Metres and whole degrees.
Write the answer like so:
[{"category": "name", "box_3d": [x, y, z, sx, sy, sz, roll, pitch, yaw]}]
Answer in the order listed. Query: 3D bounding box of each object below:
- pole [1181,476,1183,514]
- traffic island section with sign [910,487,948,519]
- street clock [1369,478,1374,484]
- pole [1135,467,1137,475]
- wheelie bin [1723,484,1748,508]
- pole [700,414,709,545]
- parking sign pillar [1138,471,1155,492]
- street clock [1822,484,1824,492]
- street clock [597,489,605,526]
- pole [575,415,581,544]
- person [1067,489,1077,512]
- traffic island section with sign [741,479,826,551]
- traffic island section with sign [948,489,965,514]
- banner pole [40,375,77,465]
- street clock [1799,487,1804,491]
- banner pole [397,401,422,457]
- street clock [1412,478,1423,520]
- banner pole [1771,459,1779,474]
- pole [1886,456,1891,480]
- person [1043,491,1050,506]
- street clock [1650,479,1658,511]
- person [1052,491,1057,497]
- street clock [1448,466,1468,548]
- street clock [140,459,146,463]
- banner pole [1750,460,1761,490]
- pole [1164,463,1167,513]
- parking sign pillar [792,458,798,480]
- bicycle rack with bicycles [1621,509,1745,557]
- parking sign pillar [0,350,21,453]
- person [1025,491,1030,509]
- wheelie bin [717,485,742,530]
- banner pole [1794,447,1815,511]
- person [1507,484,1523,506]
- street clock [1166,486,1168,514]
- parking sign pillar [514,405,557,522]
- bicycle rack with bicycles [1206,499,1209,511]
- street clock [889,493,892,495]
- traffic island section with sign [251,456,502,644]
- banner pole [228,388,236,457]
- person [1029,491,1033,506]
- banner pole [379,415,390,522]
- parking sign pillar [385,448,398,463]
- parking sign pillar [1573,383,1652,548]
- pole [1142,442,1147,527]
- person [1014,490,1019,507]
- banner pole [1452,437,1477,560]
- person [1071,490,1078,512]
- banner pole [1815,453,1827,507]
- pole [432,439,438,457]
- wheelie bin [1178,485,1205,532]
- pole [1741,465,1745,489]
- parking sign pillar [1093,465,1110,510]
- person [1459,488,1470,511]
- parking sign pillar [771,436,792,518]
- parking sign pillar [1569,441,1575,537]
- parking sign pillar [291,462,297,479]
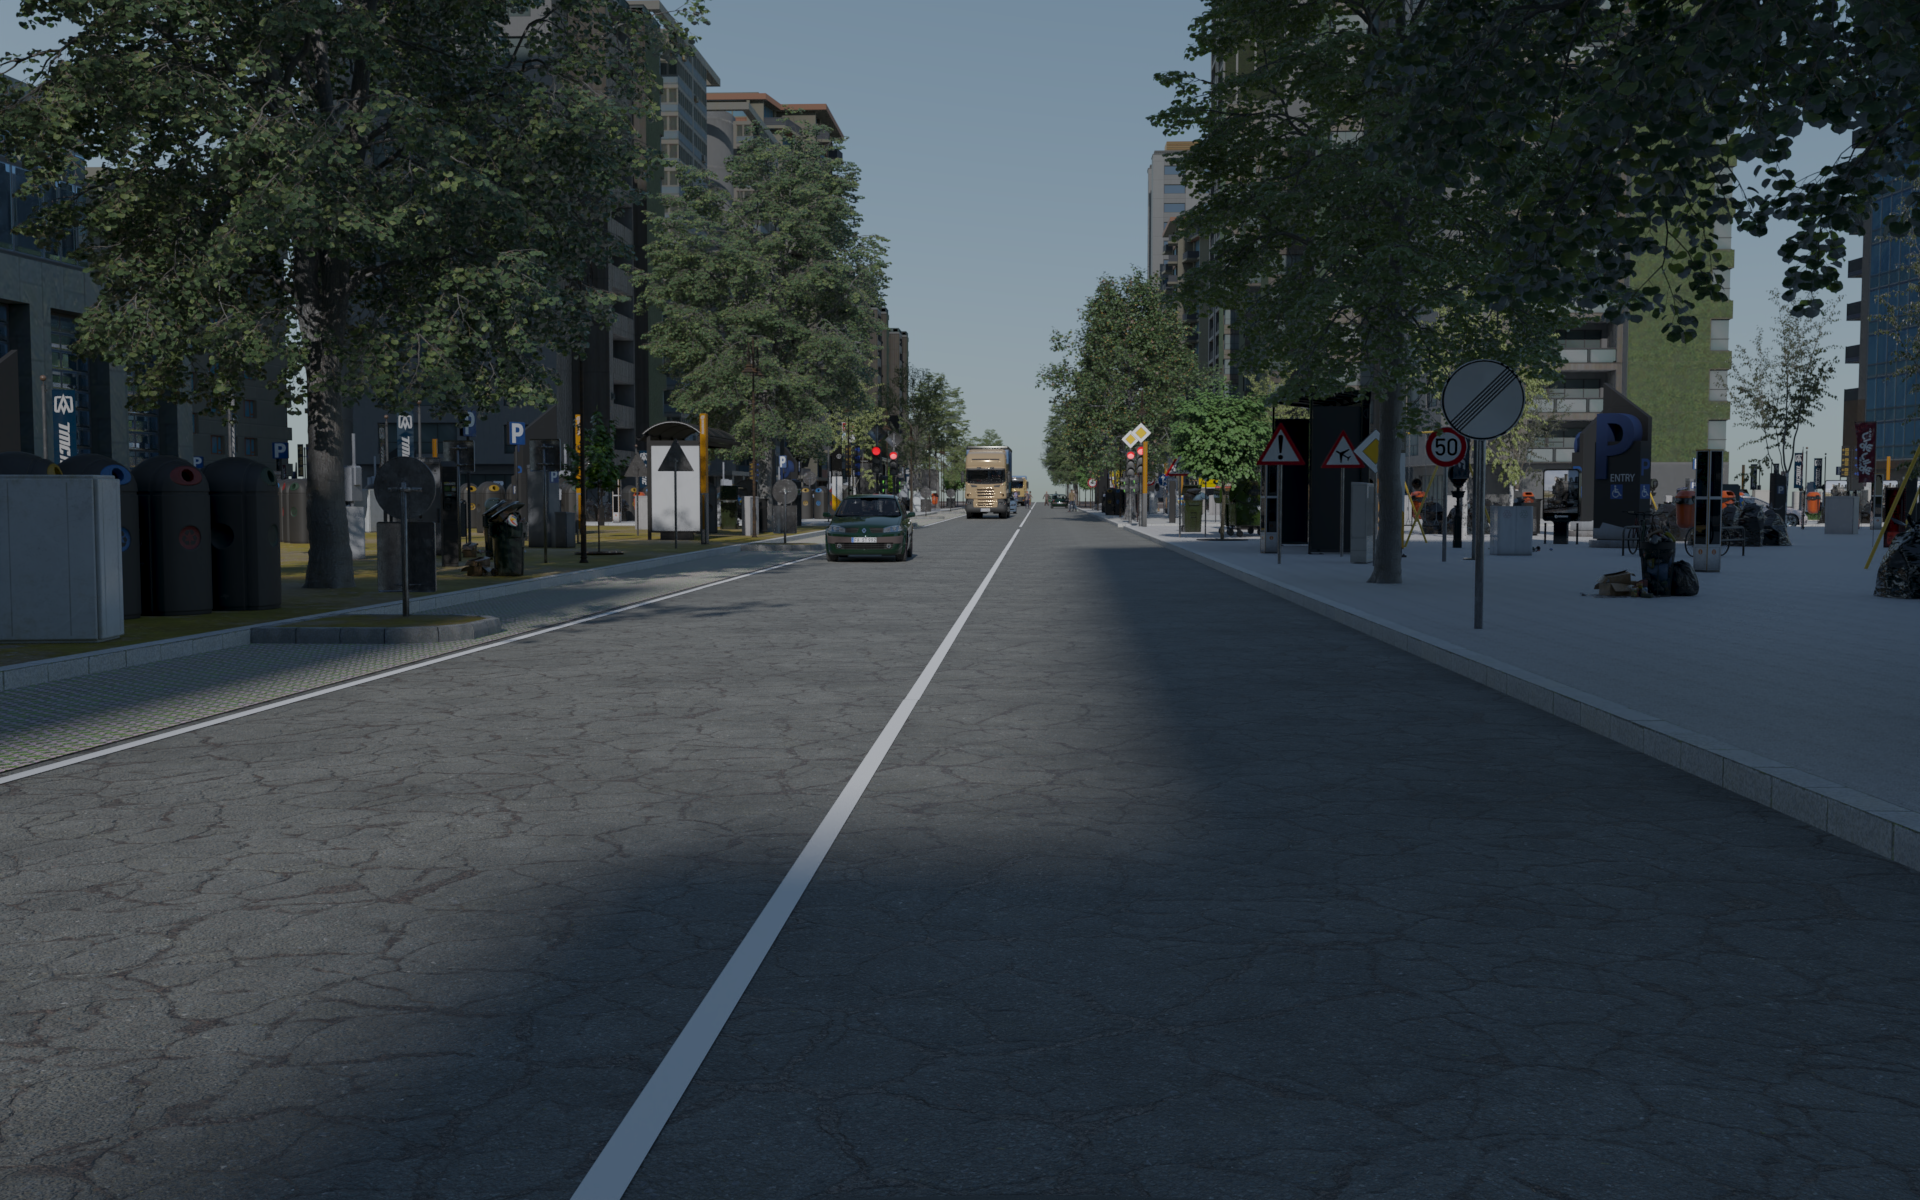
[{"category": "pole", "box_3d": [14.472, -7.298, 113.172, 0.158, 3.312, 0.155, 0, 3, 0]}, {"category": "traffic island section with sign", "box_3d": [-1.900, -5.548, 99.334, 1.989, 1.847, 2.006, 0, 4, 3]}, {"category": "street clock", "box_3d": [18.466, -4.511, 78.330, 0.471, 2.002, 0.358, 1, 4, 15]}, {"category": "pole", "box_3d": [11.722, -7.461, 115.830, 0.158, 3.312, 0.155, 0, 3, 0]}, {"category": "wheelie bin", "box_3d": [23.918, -2.824, 54.076, 0.980, 1.594, 0.693, 1, 4, 18]}, {"category": "pole", "box_3d": [-6.500, -3.070, 44.033, 0.158, 3.312, 0.155, 0, 3, 0]}, {"category": "parking sign pillar", "box_3d": [14.194, -8.770, 131.860, 1.447, 3.967, 1.447, -1, 4, -11]}, {"category": "street clock", "box_3d": [62.755, -7.410, 125.722, 0.471, 2.002, 0.358, -2, 4, -35]}, {"category": "street clock", "box_3d": [-14.536, -4.017, 70.241, 0.358, 2.002, 0.471, -2, 4, -24]}, {"category": "pole", "box_3d": [-9.796, -3.105, 44.608, 0.158, 3.312, 0.155, 0, 3, 0]}, {"category": "person", "box_3d": [9.101, -8.052, 140.063, 0.836, 1.842, 0.656, 2, 4, 32]}, {"category": "traffic island section with sign", "box_3d": [-4.483, -2.183, 44.321, 1.989, 1.847, 2.006, 0, 4, 3]}, {"category": "traffic island section with sign", "box_3d": [-0.626, -7.226, 126.777, 1.989, 1.847, 2.006, 0, 4, 3]}, {"category": "banner pole", "box_3d": [-19.036, -2.845, 36.537, 0.863, 3.779, 0.401, -1, 4, -8]}, {"category": "street clock", "box_3d": [71.985, -8.789, 148.265, 0.358, 2.002, 0.471, 0, 4, 2]}, {"category": "banner pole", "box_3d": [-14.495, -3.413, 45.814, 0.863, 3.779, 0.401, -3, 5, -41]}, {"category": "street clock", "box_3d": [21.020, -4.593, 79.661, 0.471, 2.002, 0.358, 2, 4, 27]}, {"category": "banner pole", "box_3d": [58.348, -8.204, 124.147, 0.401, 3.779, 0.863, -2, 4, -27]}, {"category": "pole", "box_3d": [50.323, -6.122, 93.930, 0.158, 3.312, 0.155, 0, 3, 0]}, {"category": "person", "box_3d": [10.474, -12.260, 209.500, 0.990, 1.755, 0.434, 1, 4, 19]}, {"category": "street clock", "box_3d": [32.541, -4.699, 81.396, 0.471, 2.002, 0.358, -2, 4, -25]}, {"category": "person", "box_3d": [12.653, -13.442, 228.351, 1.350, 1.814, 0.705, 0, 4, -8]}, {"category": "street clock", "box_3d": [11.855, -2.242, 41.235, 0.471, 2.002, 0.358, 0, 4, 6]}, {"category": "street clock", "box_3d": [-16.571, -1.894, 35.536, 0.358, 2.002, 0.471, 2, 4, 24]}, {"category": "banner pole", "box_3d": [58.165, -8.352, 126.568, 0.863, 3.779, 0.401, 3, 4, 39]}, {"category": "pole", "box_3d": [13.679, -7.425, 115.245, 0.158, 3.312, 0.155, 0, 3, 0]}, {"category": "parking sign pillar", "box_3d": [-9.782, -6.768, 99.123, 1.447, 3.967, 1.447, -2, 4, -35]}, {"category": "bicycle rack with bicycles", "box_3d": [14.810, -1.379, 35.922, 2.925, 0.926, 2.852, -3, 5, -43]}, {"category": "parking sign pillar", "box_3d": [-17.966, -2.655, 31.875, 1.447, 3.967, 1.447, 1, 4, 17]}, {"category": "person", "box_3d": [6.685, -9.920, 171.226, 0.617, 1.759, 0.750, 0, 4, -4]}, {"category": "wheelie bin", "box_3d": [-8.396, -3.357, 62.798, 0.980, 1.594, 0.693, 0, 4, -5]}, {"category": "banner pole", "box_3d": [44.706, -6.239, 92.017, 0.401, 3.779, 0.863, -3, 5, -43]}, {"category": "person", "box_3d": [23.024, -3.887, 71.823, 0.659, 1.850, 0.755, 1, 4, 14]}, {"category": "street clock", "box_3d": [13.499, -6.570, 111.989, 0.358, 2.002, 0.471, 2, 4, 35]}, {"category": "parking sign pillar", "box_3d": [-12.690, -3.876, 51.837, 1.447, 3.967, 1.447, 3, 4, 38]}, {"category": "bicycle rack with bicycles", "box_3d": [18.273, -6.499, 119.639, 2.852, 0.926, 2.925, -1, 4, -16]}, {"category": "street clock", "box_3d": [-4.371, -6.381, 108.892, 0.358, 2.002, 0.471, 0, 4, -7]}, {"category": "traffic island section with sign", "box_3d": [-5.738, -0.536, 17.395, 1.989, 1.847, 2.006, 0, 4, 3]}, {"category": "banner pole", "box_3d": [-14.582, -2.735, 34.730, 0.401, 3.779, 0.863, -2, 4, -31]}, {"category": "person", "box_3d": [8.741, -12.622, 214.863, 0.705, 1.824, 1.348, -1, 4, -18]}, {"category": "banner pole", "box_3d": [-18.130, -3.949, 54.582, 0.401, 3.779, 0.863, 0, 4, 4]}, {"category": "parking sign pillar", "box_3d": [-28.065, -5.989, 86.389, 1.447, 3.967, 1.447, 0, 4, 1]}, {"category": "parking sign pillar", "box_3d": [15.847, -3.239, 41.430, 1.447, 3.967, 1.447, -2, 4, -31]}, {"category": "pole", "box_3d": [7.206, -4.508, 67.547, 0.158, 3.312, 0.155, 0, 3, 0]}, {"category": "person", "box_3d": [6.242, -11.076, 189.455, 0.599, 1.838, 0.709, 2, 4, 32]}, {"category": "banner pole", "box_3d": [9.936, -2.686, 33.932, 0.401, 3.779, 0.863, -2, 4, -24]}, {"category": "person", "box_3d": [9.349, -8.106, 141.615, 0.643, 1.750, 0.593, 0, 4, -1]}, {"category": "banner pole", "box_3d": [52.515, -7.075, 105.686, 0.863, 3.779, 0.401, 1, 4, 22]}, {"category": "pole", "box_3d": [-19.442, -4.304, 64.219, 0.158, 3.312, 0.155, 0, 3, 0]}, {"category": "wheelie bin", "box_3d": [7.840, -3.082, 58.304, 0.980, 1.594, 0.693, 0, 4, -5]}, {"category": "pole", "box_3d": [54.404, -7.738, 120.351, 0.158, 3.312, 0.155, 0, 3, 0]}, {"category": "parking sign pillar", "box_3d": [11.650, -9.373, 141.725, 1.447, 3.967, 1.447, 3, 5, 42]}, {"category": "person", "box_3d": [20.993, -3.872, 72.234, 0.576, 1.772, 0.534, 2, 4, 29]}, {"category": "parking sign pillar", "box_3d": [-7.410, -4.805, 67.027, 1.447, 3.967, 1.447, 0, 4, 1]}, {"category": "parking sign pillar", "box_3d": [19.080, -3.910, 52.395, 1.447, 3.967, 1.447, -2, 4, -34]}, {"category": "parking sign pillar", "box_3d": [-56.318, -9.673, 146.627, 1.447, 3.967, 1.447, -1, 4, -19]}]
